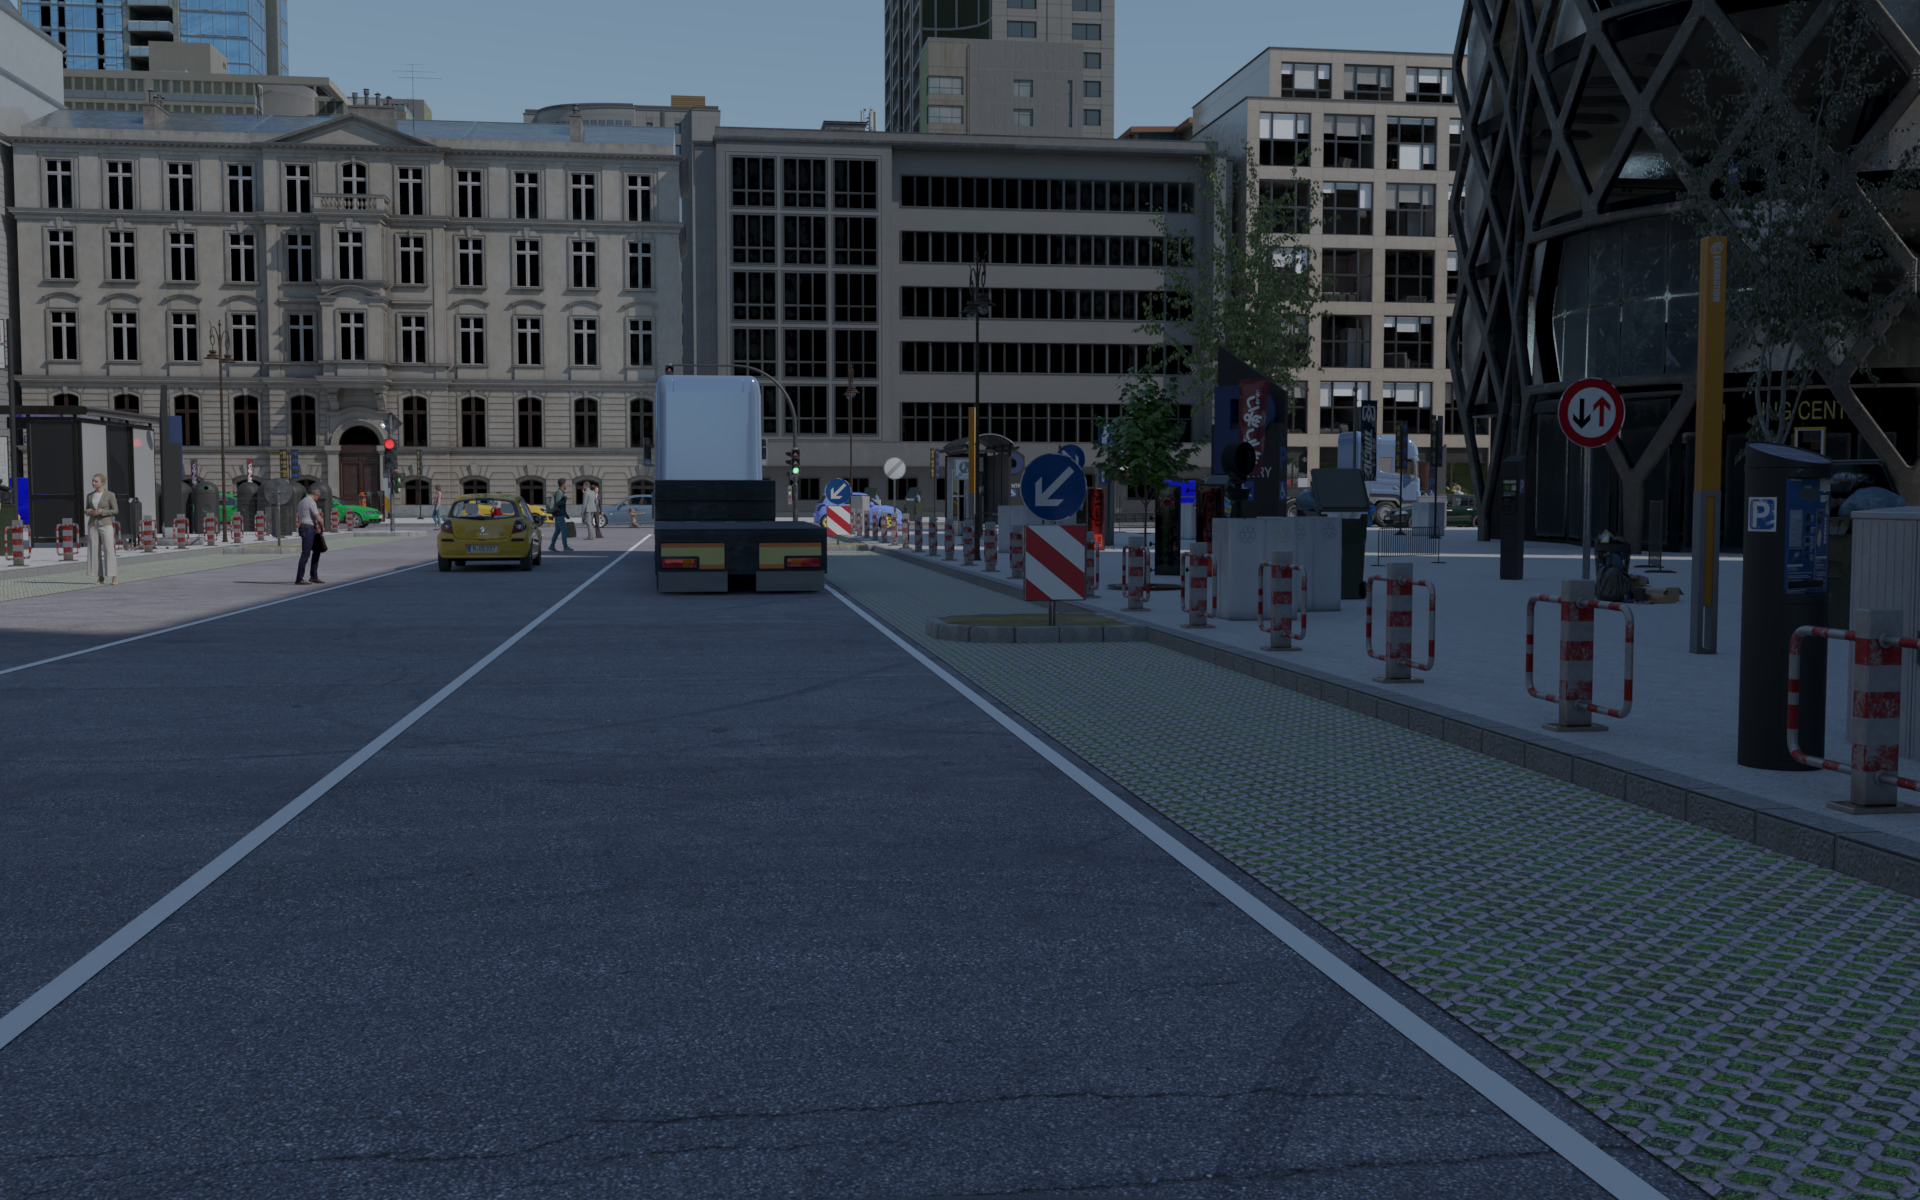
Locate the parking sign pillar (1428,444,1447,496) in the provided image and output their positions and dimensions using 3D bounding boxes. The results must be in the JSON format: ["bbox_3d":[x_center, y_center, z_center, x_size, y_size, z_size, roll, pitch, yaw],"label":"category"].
[{"bbox_3d":[25.817,-6.435,93.681,1.447,3.967,1.447,3,5,40],"label":"parking sign pillar"}]

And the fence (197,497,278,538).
[{"bbox_3d":[-21.153,-2.416,50.702,2.264,1.192,0.480,-2,4,-27],"label":"fence"}]

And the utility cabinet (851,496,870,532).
[{"bbox_3d":[-3.398,-2.934,59.133,0.306,1.237,1.020,-2,4,-25],"label":"utility cabinet"}]

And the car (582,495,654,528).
[{"bbox_3d":[-13.812,-3.772,73.673,4.499,1.417,2.014,-1,4,-9],"label":"car"}]

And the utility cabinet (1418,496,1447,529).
[{"bbox_3d":[17.454,-3.235,64.052,1.020,1.237,0.306,1,4,12],"label":"utility cabinet"}]

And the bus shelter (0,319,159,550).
[{"bbox_3d":[-21.928,-3.959,42.362,2.179,5.291,8.768,-1,4,-8],"label":"bus shelter"}]

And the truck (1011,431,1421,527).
[{"bbox_3d":[11.112,-5.186,74.546,18.799,4.110,2.967,0,4,-7],"label":"truck"}]

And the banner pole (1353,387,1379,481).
[{"bbox_3d":[9.420,-3.089,40.526,0.863,3.779,0.401,-1,4,-23],"label":"banner pole"}]

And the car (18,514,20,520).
[{"bbox_3d":[-34.945,-3.056,60.185,3.980,1.641,2.015,0,4,-7],"label":"car"}]

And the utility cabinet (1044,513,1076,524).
[{"bbox_3d":[1.601,-1.012,27.713,0.306,1.237,1.020,1,4,17],"label":"utility cabinet"}]

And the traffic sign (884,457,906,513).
[{"bbox_3d":[-2.259,-3.662,59.981,0.768,2.556,0.104,0,4,-5],"label":"traffic sign"}]

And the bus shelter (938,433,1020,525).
[{"bbox_3d":[0.601,-4.062,60.337,2.014,3.302,5.546,-1,4,-8],"label":"bus shelter"}]

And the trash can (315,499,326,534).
[{"bbox_3d":[-20.728,-2.693,55.677,0.748,1.137,0.748,0,3,0],"label":"trash can"}]

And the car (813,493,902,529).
[{"bbox_3d":[-4.155,-3.751,70.926,3.694,1.707,1.945,-1,4,-8],"label":"car"}]

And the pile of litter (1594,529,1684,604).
[{"bbox_3d":[8.147,-0.429,20.973,1.176,0.858,1.719,2,4,25],"label":"pile of litter"}]

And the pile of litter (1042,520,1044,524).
[{"bbox_3d":[2.068,-2.171,49.459,1.176,0.858,1.719,-1,4,-16],"label":"pile of litter"}]

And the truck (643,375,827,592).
[{"bbox_3d":[-4.702,-2.683,33.619,2.967,4.110,18.799,-1,4,-10],"label":"truck"}]

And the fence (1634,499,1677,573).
[{"bbox_3d":[11.713,-1.099,29.176,0.480,1.192,2.264,1,4,17],"label":"fence"}]

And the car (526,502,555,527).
[{"bbox_3d":[-19.552,-3.952,74.839,3.980,1.641,2.015,-1,4,-10],"label":"car"}]

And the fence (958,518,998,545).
[{"bbox_3d":[0.819,-1.680,42.847,2.069,0.683,0.278,3,4,39],"label":"fence"}]

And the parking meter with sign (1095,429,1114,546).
[{"bbox_3d":[3.632,-2.878,43.321,0.543,3.016,1.738,0,4,-1],"label":"parking meter with sign"}]

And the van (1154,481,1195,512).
[{"bbox_3d":[11.564,-4.538,78.578,5.245,2.365,2.240,-1,4,-10],"label":"van"}]

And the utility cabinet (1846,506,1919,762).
[{"bbox_3d":[4.722,0.166,8.452,0.306,1.237,1.020,0,4,0],"label":"utility cabinet"}]

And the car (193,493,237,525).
[{"bbox_3d":[-29.710,-3.753,70.164,4.718,1.807,1.959,0,4,-8],"label":"car"}]

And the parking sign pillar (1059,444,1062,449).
[{"bbox_3d":[5.595,-6.374,92.693,1.447,3.967,1.447,-2,4,-32],"label":"parking sign pillar"}]

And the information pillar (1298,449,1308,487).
[{"bbox_3d":[17.721,-6.004,89.515,0.504,3.616,0.183,0,4,1],"label":"information pillar"}]

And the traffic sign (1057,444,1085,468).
[{"bbox_3d":[2.816,-2.702,44.287,0.768,2.556,0.104,0,4,-3],"label":"traffic sign"}]

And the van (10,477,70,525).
[{"bbox_3d":[-33.706,-3.609,63.397,5.245,2.365,2.240,0,4,-7],"label":"van"}]

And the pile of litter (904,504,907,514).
[{"bbox_3d":[-2.834,-4.520,87.870,1.176,0.858,1.719,-1,4,-15],"label":"pile of litter"}]

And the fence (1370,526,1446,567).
[{"bbox_3d":[8.156,-0.982,31.430,2.069,0.683,0.278,-3,5,-43],"label":"fence"}]

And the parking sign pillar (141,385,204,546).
[{"bbox_3d":[-19.772,-3.358,43.380,1.447,3.967,1.447,-2,4,-27],"label":"parking sign pillar"}]

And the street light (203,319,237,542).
[{"bbox_3d":[-19.588,-4.477,45.986,0.468,5.910,1.993,-1,4,-8],"label":"street light"}]

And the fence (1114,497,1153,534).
[{"bbox_3d":[5.639,-2.783,56.713,0.480,1.192,2.264,-1,4,-18],"label":"fence"}]

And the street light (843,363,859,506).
[{"bbox_3d":[-3.843,-5.404,61.139,0.468,5.910,1.993,-1,4,-8],"label":"street light"}]

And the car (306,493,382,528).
[{"bbox_3d":[-26.780,-3.917,72.840,4.718,1.807,1.959,0,4,-7],"label":"car"}]

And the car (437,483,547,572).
[{"bbox_3d":[-9.056,-1.425,33.517,2.015,1.641,3.980,-1,4,-10],"label":"car"}]

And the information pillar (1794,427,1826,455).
[{"bbox_3d":[9.394,-0.899,19.196,0.304,2.012,0.304,2,4,28],"label":"information pillar"}]

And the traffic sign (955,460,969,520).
[{"bbox_3d":[0.148,-2.951,50.383,0.606,2.300,0.079,0,4,-3],"label":"traffic sign"}]

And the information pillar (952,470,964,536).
[{"bbox_3d":[-0.032,-2.957,52.841,0.304,2.012,0.304,-3,5,-40],"label":"information pillar"}]

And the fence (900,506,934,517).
[{"bbox_3d":[-2.049,-4.205,84.122,2.069,0.683,0.278,-2,4,-32],"label":"fence"}]

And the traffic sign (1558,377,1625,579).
[{"bbox_3d":[6.884,-1.155,18.990,0.768,2.556,0.104,0,4,-6],"label":"traffic sign"}]

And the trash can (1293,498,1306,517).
[{"bbox_3d":[11.644,-2.847,58.203,0.748,1.137,0.748,0,3,0],"label":"trash can"}]

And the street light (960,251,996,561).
[{"bbox_3d":[0.332,-3.694,33.184,0.468,5.910,1.993,-1,4,-8],"label":"street light"}]

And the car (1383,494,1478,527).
[{"bbox_3d":[18.789,-3.564,68.050,4.222,1.686,2.009,0,4,-6],"label":"car"}]

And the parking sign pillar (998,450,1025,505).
[{"bbox_3d":[2.445,-5.714,81.901,1.447,3.967,1.447,-1,4,-10],"label":"parking sign pillar"}]

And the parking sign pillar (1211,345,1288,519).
[{"bbox_3d":[5.181,-2.604,31.040,1.447,3.967,1.447,2,4,31],"label":"parking sign pillar"}]

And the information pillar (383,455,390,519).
[{"bbox_3d":[-29.614,-6.011,89.634,0.504,3.616,0.183,1,4,15],"label":"information pillar"}]
